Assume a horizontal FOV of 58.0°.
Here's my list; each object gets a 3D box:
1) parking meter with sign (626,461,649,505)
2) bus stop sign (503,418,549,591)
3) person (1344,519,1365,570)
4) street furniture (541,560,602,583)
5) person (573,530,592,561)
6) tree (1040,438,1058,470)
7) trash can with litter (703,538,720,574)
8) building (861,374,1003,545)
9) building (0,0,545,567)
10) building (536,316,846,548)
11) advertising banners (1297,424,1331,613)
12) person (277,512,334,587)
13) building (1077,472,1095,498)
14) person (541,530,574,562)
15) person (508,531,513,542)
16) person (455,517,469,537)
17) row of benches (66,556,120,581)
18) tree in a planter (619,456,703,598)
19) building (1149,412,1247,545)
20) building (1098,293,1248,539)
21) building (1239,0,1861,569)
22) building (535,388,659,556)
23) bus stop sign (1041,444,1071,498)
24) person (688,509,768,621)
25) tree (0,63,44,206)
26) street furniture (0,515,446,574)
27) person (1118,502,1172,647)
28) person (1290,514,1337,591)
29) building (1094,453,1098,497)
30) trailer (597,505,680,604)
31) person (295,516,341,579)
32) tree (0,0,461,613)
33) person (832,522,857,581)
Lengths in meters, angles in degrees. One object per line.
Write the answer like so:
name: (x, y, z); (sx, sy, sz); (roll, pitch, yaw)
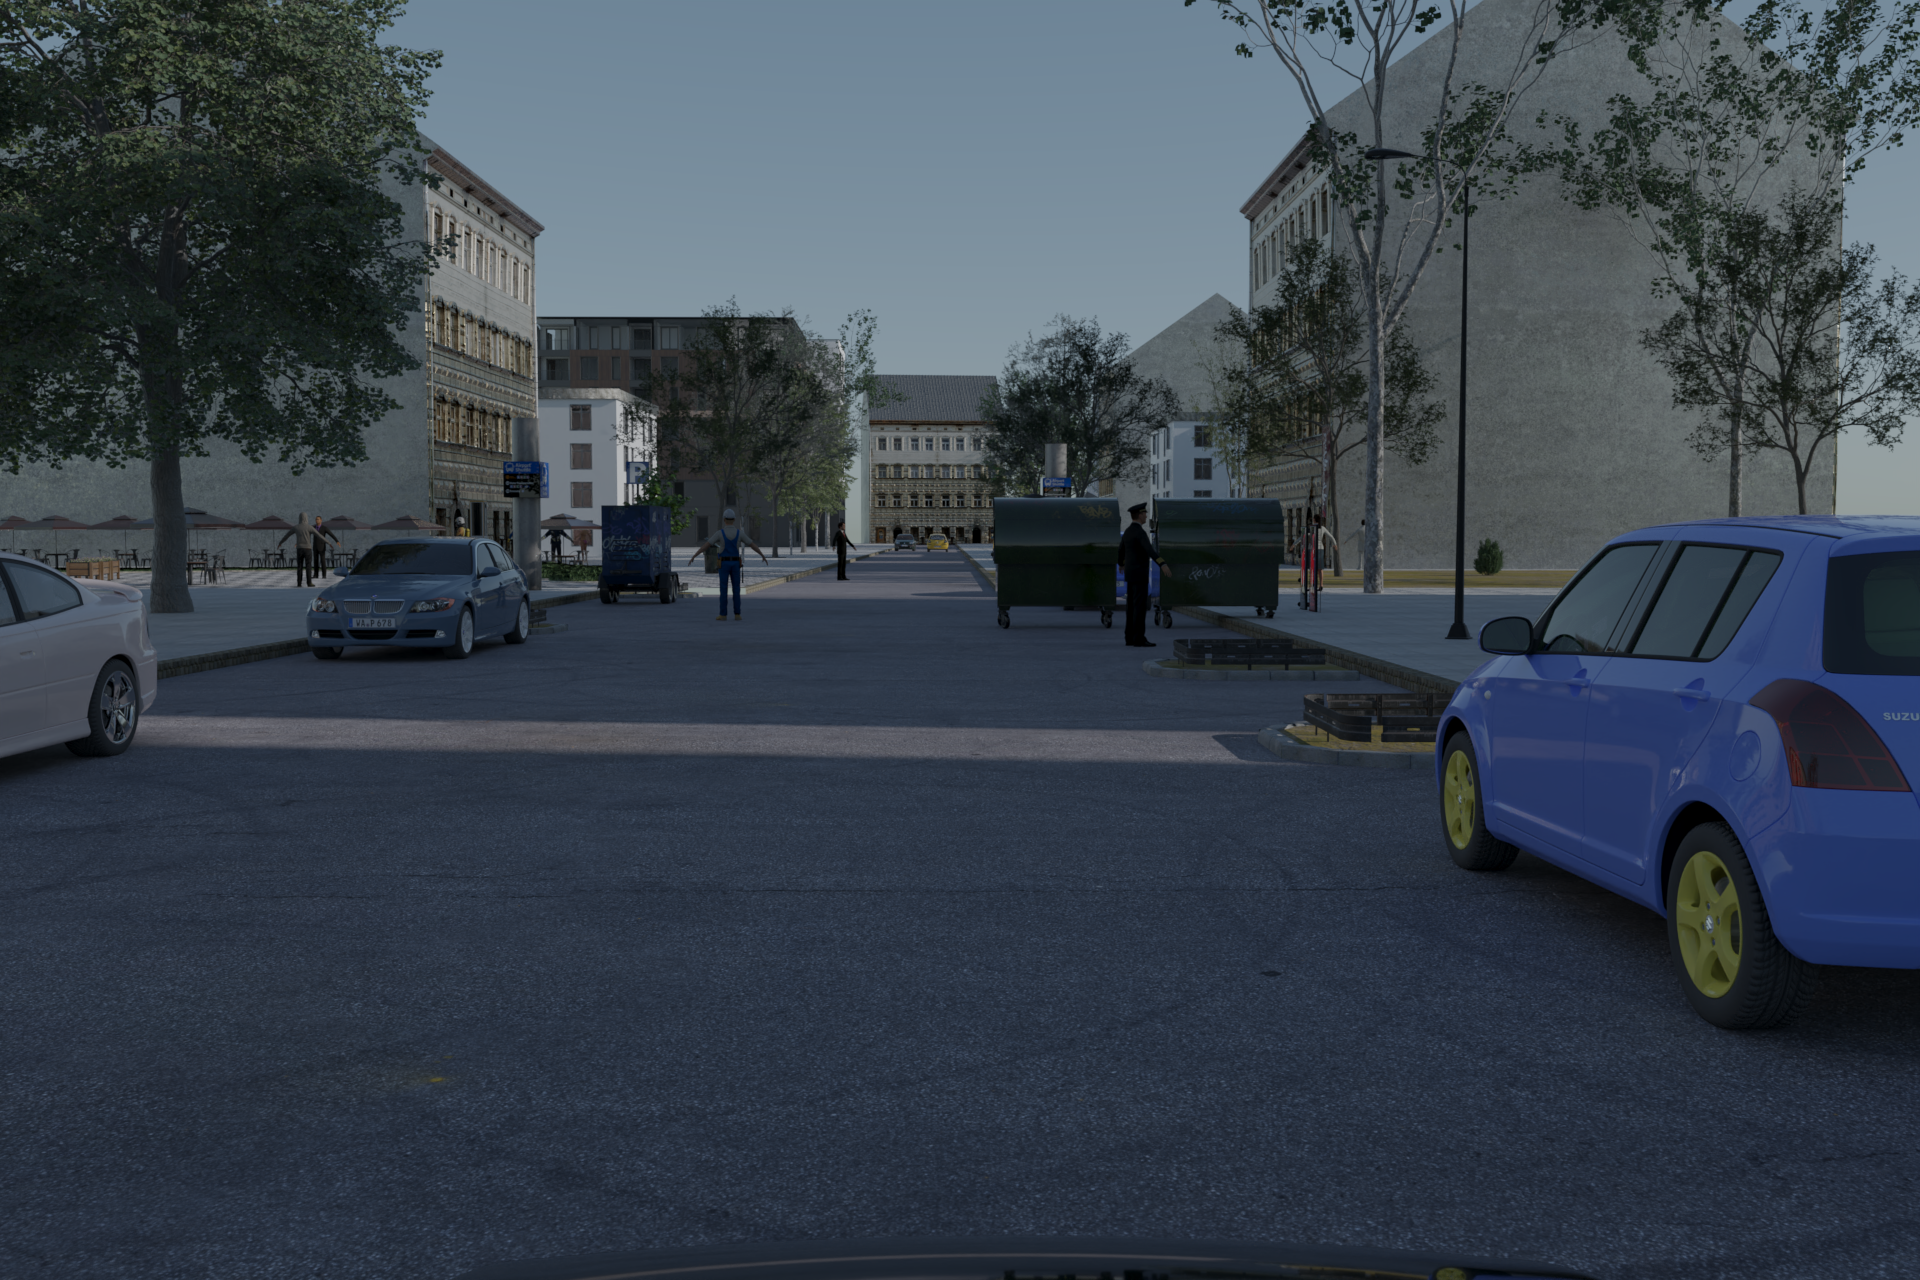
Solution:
parking meter with sign: (-7.727, -2.821, 42.384); (0.543, 3.016, 1.738); (0, 4, -1)
bus stop sign: (-9.873, -3.085, 39.458); (0.837, 3.901, 0.837); (0, 3, 0)
person: (14.480, -3.425, 62.192); (1.347, 1.806, 0.705); (0, 4, -1)
street furniture: (-12.613, -2.073, 49.523); (5.734, 0.657, 10.072); (-2, 4, -29)
person: (-16.942, -4.339, 77.752); (0.721, 1.733, 1.217); (2, 4, 29)
tree: (13.906, -23.130, 234.063); (12.611, 20.169, 13.585); (0, 3, 0)
trash can with litter: (-7.796, -2.735, 56.104); (1.055, 1.170, 0.624); (0, 4, 0)
building: (-4.044, -24.722, 237.595); (18.063, 23.208, 19.493); (0, 4, -7)
building: (-30.092, -15.014, 76.402); (19.493, 23.208, 18.063); (0, 4, -1)
building: (-26.547, -20.507, 179.262); (27.936, 21.610, 32.646); (0, 4, -1)
advertising banners: (5.845, -1.982, 28.588); (0.090, 3.025, 2.074); (0, 4, -1)
person: (-15.909, -2.196, 42.029); (1.348, 1.813, 0.705); (0, 4, -3)
building: (19.919, -16.533, 212.456); (9.099, 9.664, 28.070); (0, 4, -1)
person: (-15.723, -3.770, 67.414); (1.354, 1.856, 0.705); (-1, 4, -12)
person: (-18.738, -4.142, 73.693); (0.705, 1.833, 1.349); (3, 4, 37)
person: (-17.054, -3.260, 59.077); (0.705, 1.858, 1.354); (0, 4, -2)
row of benches: (-23.654, -1.950, 47.350); (1.422, 0.672, 4.104); (-1, 4, -16)
tree in a planter: (-6.943, -2.581, 39.429); (1.991, 3.239, 1.994); (0, 4, 0)
building: (19.078, -10.832, 119.257); (9.099, 9.664, 28.070); (0, 4, 0)
building: (23.363, -20.568, 167.217); (19.493, 23.208, 18.063); (0, 3, 0)
building: (22.746, -14.732, 71.792); (19.493, 23.208, 18.063); (0, 3, 0)
building: (-24.340, -10.506, 113.921); (9.099, 9.664, 28.070); (0, 4, -1)
bus stop sign: (2.804, -3.774, 50.723); (0.837, 3.901, 0.837); (0, 4, -2)
person: (-3.837, -1.253, 28.803); (1.347, 1.847, 0.705); (-1, 4, -19)
tree: (-12.191, -4.962, 15.534); (7.601, 10.594, 8.767); (-2, 4, -32)
street furniture: (-32.742, -3.298, 58.955); (27.439, 1.986, 14.083); (0, 4, 6)
person: (2.291, -0.838, 22.096); (0.705, 1.837, 1.347); (-1, 4, -21)
person: (7.943, -1.958, 38.837); (1.217, 1.735, 0.721); (-1, 4, -21)
building: (20.006, -20.516, 191.853); (16.016, 20.090, 11.380); (0, 4, -1)
trailer: (-6.645, -1.719, 35.148); (1.471, 1.999, 3.904); (0, 4, 0)
person: (-18.424, -2.663, 49.763); (1.346, 1.802, 0.704); (0, 4, 4)
tree: (-13.020, -7.416, 27.912); (9.857, 13.997, 8.962); (0, 3, 0)
person: (-3.614, -2.735, 53.359); (0.705, 1.806, 1.347); (2, 4, 27)
